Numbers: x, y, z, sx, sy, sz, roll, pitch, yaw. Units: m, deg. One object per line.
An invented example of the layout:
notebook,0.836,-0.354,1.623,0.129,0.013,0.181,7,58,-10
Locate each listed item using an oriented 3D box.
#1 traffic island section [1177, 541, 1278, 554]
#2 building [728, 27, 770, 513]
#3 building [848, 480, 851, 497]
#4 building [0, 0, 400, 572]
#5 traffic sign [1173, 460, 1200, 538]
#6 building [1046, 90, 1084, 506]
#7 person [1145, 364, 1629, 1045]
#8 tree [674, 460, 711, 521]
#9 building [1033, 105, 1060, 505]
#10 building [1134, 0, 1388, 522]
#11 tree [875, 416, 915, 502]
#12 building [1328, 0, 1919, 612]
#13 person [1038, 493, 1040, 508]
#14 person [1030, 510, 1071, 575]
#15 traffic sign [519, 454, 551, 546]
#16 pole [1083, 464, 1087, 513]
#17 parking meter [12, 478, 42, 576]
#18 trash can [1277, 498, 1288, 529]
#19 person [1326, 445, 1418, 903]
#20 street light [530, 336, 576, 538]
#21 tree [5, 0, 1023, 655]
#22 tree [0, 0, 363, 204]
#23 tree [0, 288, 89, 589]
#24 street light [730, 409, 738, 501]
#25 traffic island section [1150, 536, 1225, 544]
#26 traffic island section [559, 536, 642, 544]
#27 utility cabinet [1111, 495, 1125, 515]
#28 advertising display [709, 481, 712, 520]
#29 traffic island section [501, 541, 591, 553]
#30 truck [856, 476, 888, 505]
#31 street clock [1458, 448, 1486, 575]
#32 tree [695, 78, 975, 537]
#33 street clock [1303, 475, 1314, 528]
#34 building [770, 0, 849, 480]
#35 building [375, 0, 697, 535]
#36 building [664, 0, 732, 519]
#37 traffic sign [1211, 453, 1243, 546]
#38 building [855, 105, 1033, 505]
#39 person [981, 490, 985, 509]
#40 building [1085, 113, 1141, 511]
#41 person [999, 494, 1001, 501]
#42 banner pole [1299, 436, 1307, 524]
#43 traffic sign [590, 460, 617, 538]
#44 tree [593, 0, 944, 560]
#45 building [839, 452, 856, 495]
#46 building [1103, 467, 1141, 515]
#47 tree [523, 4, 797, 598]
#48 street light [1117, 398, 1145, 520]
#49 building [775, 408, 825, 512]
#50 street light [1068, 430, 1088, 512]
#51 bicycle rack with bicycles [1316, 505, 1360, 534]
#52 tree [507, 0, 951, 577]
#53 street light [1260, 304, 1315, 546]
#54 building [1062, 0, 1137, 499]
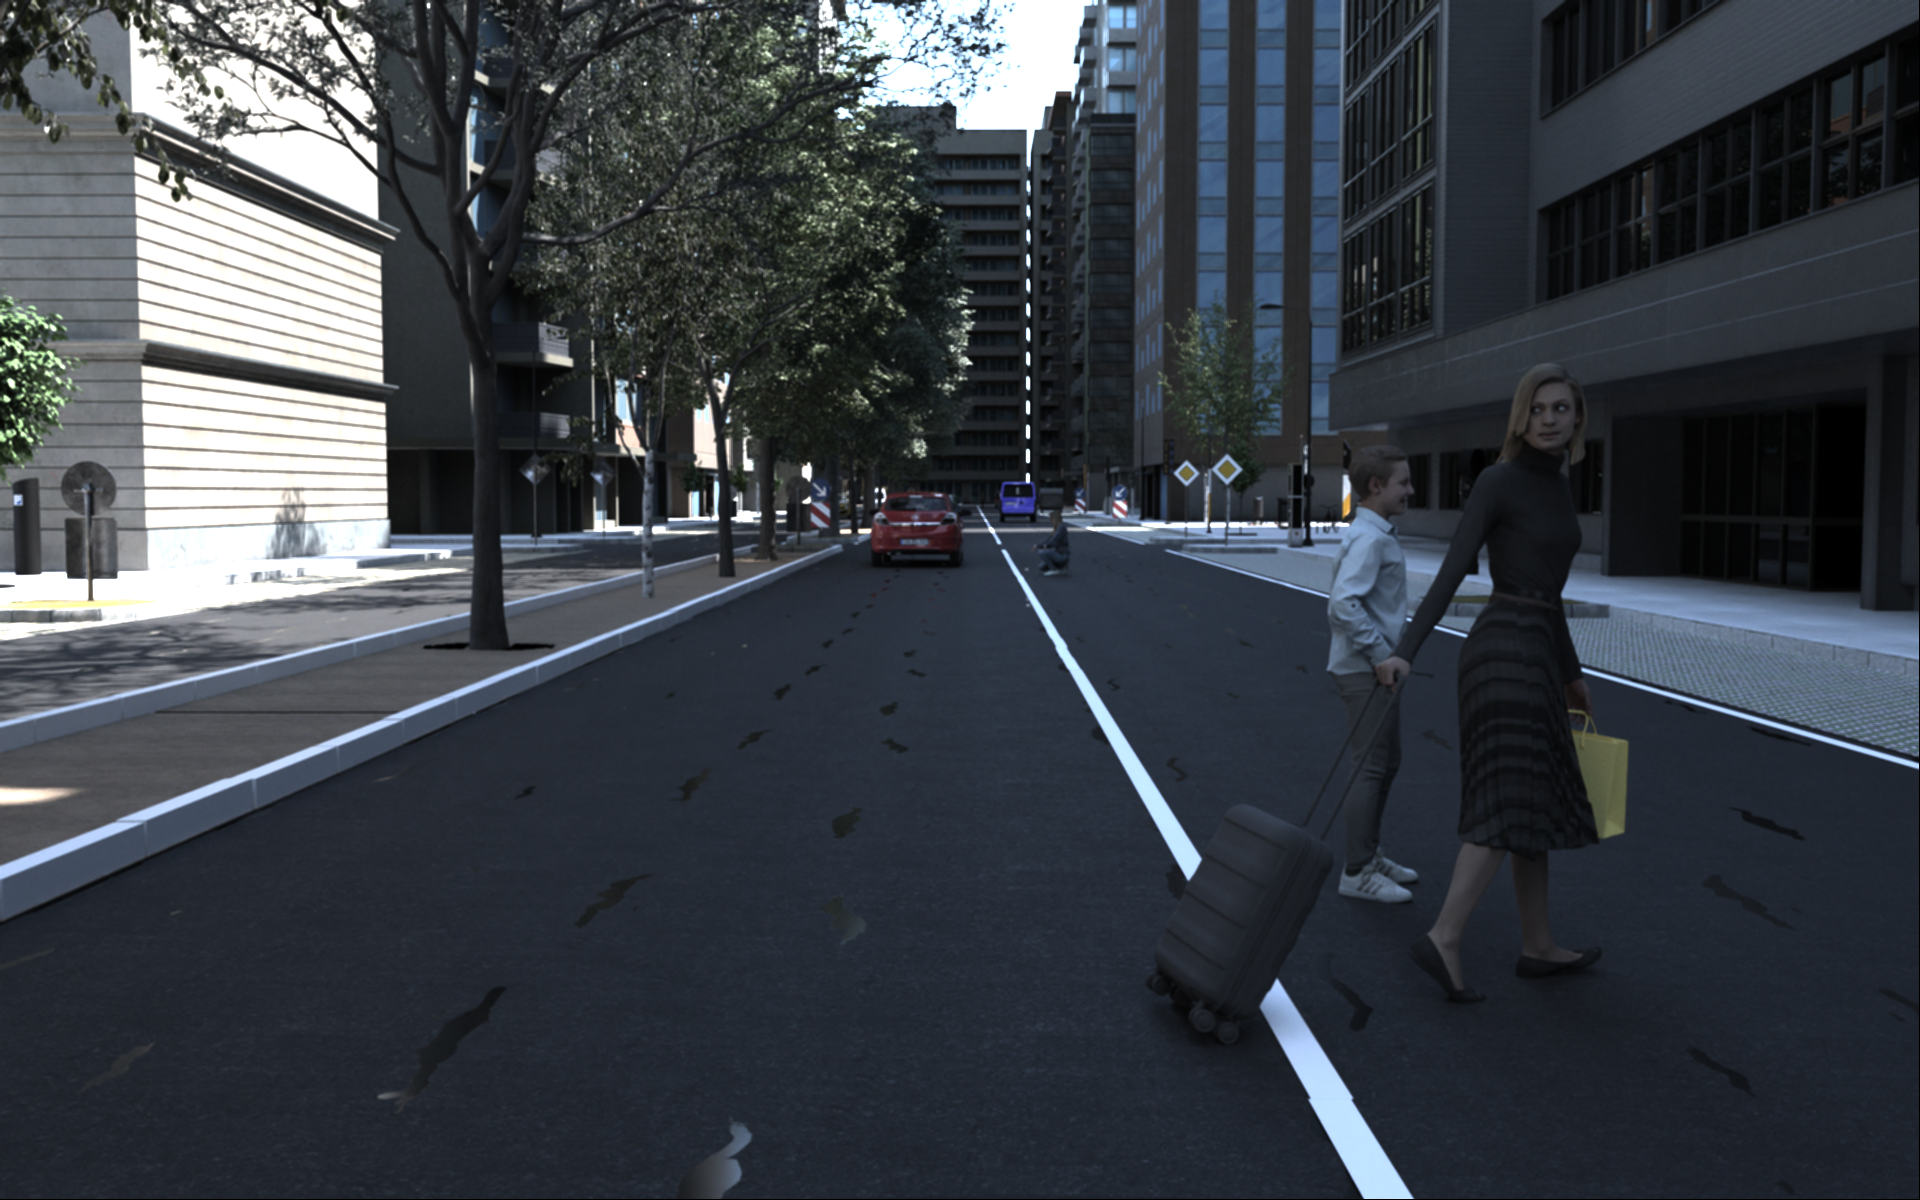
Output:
traffic island section,6.606,-1.257,42.839,2.009,0.180,2.903,0,4,0
building,-20.510,-26.572,118.048,14.154,41.232,14.086,0,4,0
building,-25.272,-32.579,224.546,23.993,40.220,32.217,0,4,0
building,-30.284,-13.189,34.728,34.723,24.649,14.460,0,4,0
traffic sign,6.629,-2.881,50.747,0.795,2.450,0.064,0,4,0
building,20.622,-32.535,186.577,22.147,44.769,28.867,0,4,0
person,1.268,0.232,4.920,1.509,1.804,0.699,-1,4,-12
tree,-12.801,-5.410,83.058,1.663,3.219,1.824,0,3,0
building,19.425,-36.434,219.399,21.600,48.544,21.300,0,4,0
building,16.269,-26.628,85.485,14.600,45.320,14.200,0,4,0
tree,-3.936,-7.781,80.032,4.737,8.622,4.395,0,3,0
building,15.831,-12.704,26.775,14.314,24.678,30.058,0,4,0
person,7.531,-9.378,161.823,0.705,1.826,1.348,-2,4,-35
person,1.594,-1.015,30.600,0.738,1.151,1.012,0,4,4
traffic sign,-10.511,-2.400,42.882,0.795,2.450,0.064,0,4,0
pole,8.569,-7.628,118.560,0.158,3.312,0.155,0,3,0
parking meter,-14.726,-1.158,27.338,0.372,1.533,0.369,0,3,0
trash can,11.989,-3.176,63.586,0.748,1.137,0.748,0,3,0
person,1.474,0.253,6.171,0.330,1.601,0.589,2,4,27
street light,-11.939,-4.790,50.860,1.470,5.913,1.316,0,4,0
tree,-4.311,-6.274,15.406,12.009,13.543,11.850,0,3,0
tree,-4.291,-3.331,7.285,4.360,8.622,3.978,0,3,0
tree,-13.579,-2.431,23.465,4.285,4.588,4.351,0,3,0
street light,-11.730,-7.342,92.582,1.470,5.913,1.316,0,4,0
traffic island section,6.653,-1.746,50.824,2.009,0.180,2.903,0,4,0
traffic island section,-10.488,-1.752,50.929,2.009,0.180,2.903,0,4,0
utility cabinet,9.450,-5.800,103.509,0.318,1.500,1.173,-1,4,-23
advertising display,-12.520,-5.003,87.010,0.123,1.923,0.974,0,4,-6
traffic island section,-10.535,-1.264,42.944,2.009,0.180,2.903,0,4,0
truck,-6.725,-9.050,143.889,3.469,3.379,9.791,0,4,0
street clock,8.133,-1.405,27.547,0.471,2.002,0.358,-3,5,-42
tree,-4.088,-8.867,54.089,9.857,13.997,8.962,0,3,0
street clock,13.105,-3.715,65.306,0.358,2.002,0.471,-2,4,-33
building,-25.784,-35.388,167.829,28.713,52.752,27.495,0,4,0
building,-22.468,-25.183,66.370,22.147,44.769,28.867,0,4,0
building,-20.656,-27.261,95.822,14.600,45.320,14.200,0,4,0
traffic sign,6.582,-2.393,42.762,0.795,2.450,0.064,0,4,0
building,-2.310,-36.438,219.460,21.600,48.544,21.300,0,4,0
person,2.270,-9.814,169.055,0.705,1.812,1.348,0,4,-3
building,16.622,-22.204,134.741,14.160,30.474,14.107,0,4,0
person,2.801,-6.285,112.104,0.563,1.720,0.643,-1,4,-18
banner pole,14.766,-5.154,74.284,0.863,3.779,0.401,-2,4,-34
traffic sign,-10.464,-2.888,50.867,0.795,2.450,0.064,0,4,0
tree,-4.256,-7.145,37.402,7.486,12.596,7.792,0,3,0
building,-18.909,-31.288,195.150,14.086,41.232,14.154,0,4,0
building,26.056,-25.734,112.630,32.217,40.220,23.993,0,4,0
tree,-4.306,-4.343,23.824,4.360,8.622,3.978,0,3,0
street light,8.337,-6.834,84.273,1.470,5.913,1.316,0,4,0
building,-25.246,-18.079,140.635,27.650,21.520,28.899,0,4,0
street light,8.552,-9.365,125.664,1.470,5.913,1.316,0,4,0
bicycle rack with bicycles,12.871,-2.652,56.745,2.852,0.926,2.925,1,4,20
tree,-3.981,-5.686,29.832,8.767,10.594,7.601,0,4,0
street light,8.011,-4.273,42.401,1.470,5.913,1.316,0,4,0
building,21.673,-32.858,156.834,23.786,49.044,30.456,0,4,0
